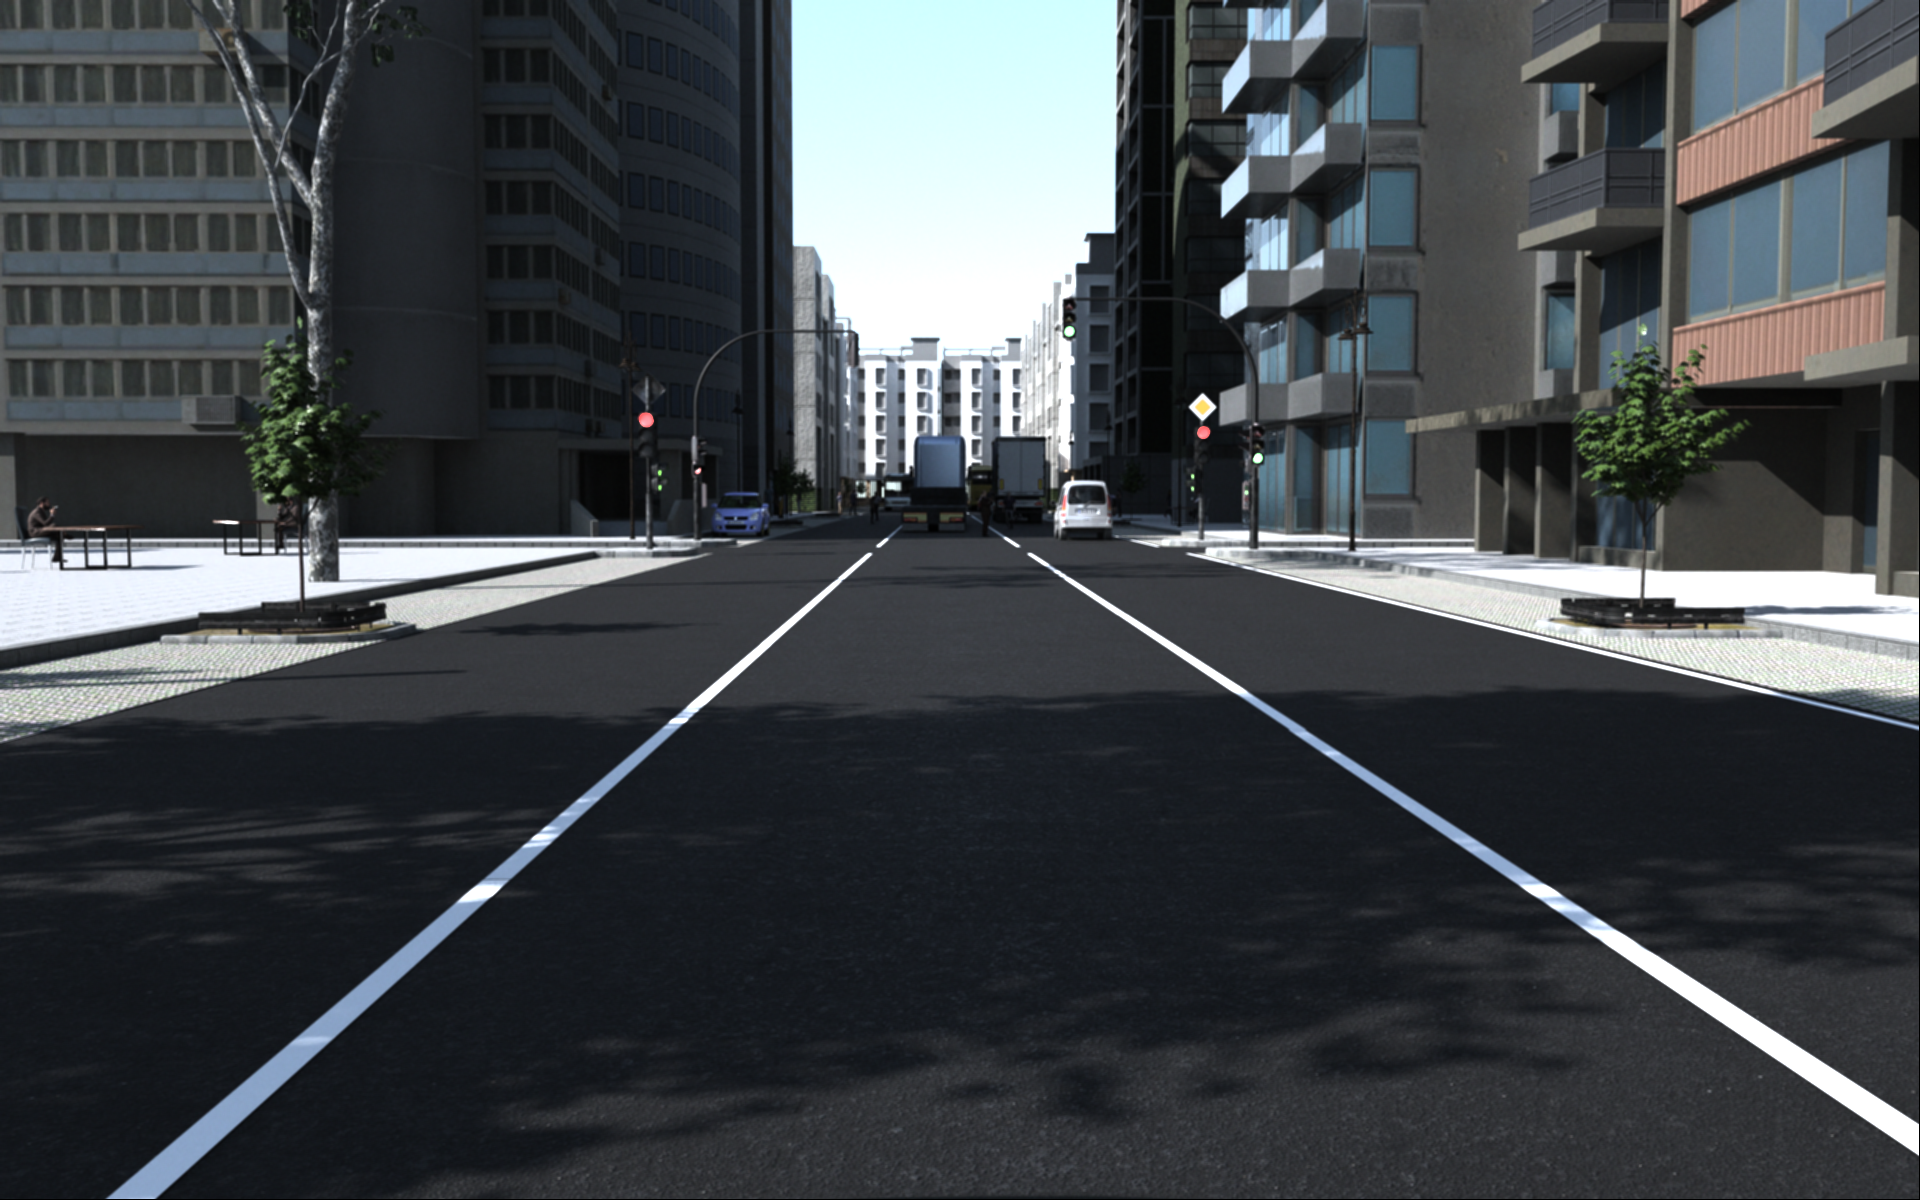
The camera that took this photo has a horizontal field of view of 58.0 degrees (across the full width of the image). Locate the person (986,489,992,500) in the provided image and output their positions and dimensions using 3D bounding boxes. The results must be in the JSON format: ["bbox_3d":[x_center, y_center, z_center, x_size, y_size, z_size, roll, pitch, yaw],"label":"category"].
[{"bbox_3d":[1.760,-5.890,105.257,0.683,1.767,0.568,-1,4,-11],"label":"person"}]

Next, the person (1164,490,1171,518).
[{"bbox_3d":[11.450,-5.266,94.691,0.613,1.512,0.480,-3,5,-44],"label":"person"}]

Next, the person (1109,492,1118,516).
[{"bbox_3d":[8.806,-5.569,100.335,0.697,1.427,0.421,1,4,23],"label":"person"}]

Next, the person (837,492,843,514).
[{"bbox_3d":[-8.496,-6.845,122.475,0.319,1.574,0.516,2,4,31],"label":"person"}]

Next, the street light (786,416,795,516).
[{"bbox_3d":[-10.055,-7.947,102.725,0.468,5.910,1.993,0,4,-1],"label":"street light"}]

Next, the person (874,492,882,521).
[{"bbox_3d":[-4.465,-5.039,93.100,0.614,1.554,0.590,2,4,30],"label":"person"}]

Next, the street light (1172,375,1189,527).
[{"bbox_3d":[8.599,-5.805,67.699,0.468,5.910,1.993,0,4,-1],"label":"street light"}]

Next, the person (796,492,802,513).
[{"bbox_3d":[-10.720,-6.647,114.851,0.434,1.807,0.598,1,4,23],"label":"person"}]

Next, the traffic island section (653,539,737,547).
[{"bbox_3d":[-7.311,-1.582,48.139,2.009,0.180,2.903,0,4,-1],"label":"traffic island section"}]

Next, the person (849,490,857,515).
[{"bbox_3d":[-7.108,-6.504,115.766,0.530,1.710,0.541,-3,5,-42],"label":"person"}]

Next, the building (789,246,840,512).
[{"bbox_3d":[-18.921,-16.676,139.109,16.747,18.905,31.486,0,4,-1],"label":"building"}]

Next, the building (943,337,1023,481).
[{"bbox_3d":[3.315,-21.955,215.379,11.380,20.091,16.016,0,4,-1],"label":"building"}]

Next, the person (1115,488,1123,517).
[{"bbox_3d":[8.778,-5.401,95.813,0.415,1.643,0.593,-1,4,-22],"label":"person"}]

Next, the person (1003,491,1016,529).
[{"bbox_3d":[2.076,-3.663,70.593,0.569,1.553,0.471,3,4,39],"label":"person"}]

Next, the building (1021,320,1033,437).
[{"bbox_3d":[15.583,-19.431,184.152,16.747,18.905,31.486,0,4,-1],"label":"building"}]

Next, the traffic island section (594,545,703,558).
[{"bbox_3d":[-7.211,-1.093,40.154,2.009,0.180,2.903,0,4,-1],"label":"traffic island section"}]

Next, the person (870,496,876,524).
[{"bbox_3d":[-4.209,-4.360,83.693,0.340,1.345,0.435,-3,4,-37],"label":"person"}]

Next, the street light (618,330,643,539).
[{"bbox_3d":[-9.282,-4.657,48.927,0.468,5.910,1.993,0,4,-1],"label":"street light"}]

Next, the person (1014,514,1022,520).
[{"bbox_3d":[3.168,-5.247,96.493,0.569,1.553,0.471,-3,5,-42],"label":"person"}]

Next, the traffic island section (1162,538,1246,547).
[{"bbox_3d":[6.750,-1.592,48.308,2.009,0.180,2.903,0,4,-1],"label":"traffic island section"}]

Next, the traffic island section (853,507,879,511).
[{"bbox_3d":[-8.238,-7.772,149.942,1.991,0.108,1.994,0,4,-1],"label":"traffic island section"}]

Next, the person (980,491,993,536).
[{"bbox_3d":[0.908,-2.937,58.782,0.388,1.546,0.482,2,4,28],"label":"person"}]

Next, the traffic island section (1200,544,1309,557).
[{"bbox_3d":[6.849,-1.104,40.323,2.009,0.180,2.903,0,4,-1],"label":"traffic island section"}]

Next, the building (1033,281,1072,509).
[{"bbox_3d":[15.973,-17.507,152.701,16.747,18.905,31.486,0,4,-1],"label":"building"}]

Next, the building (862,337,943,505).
[{"bbox_3d":[-8.134,-21.920,214.814,11.380,20.091,16.016,0,4,-1],"label":"building"}]

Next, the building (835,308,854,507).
[{"bbox_3d":[-19.175,-19.319,172.280,16.016,20.091,11.380,0,4,-1],"label":"building"}]

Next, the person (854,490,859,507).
[{"bbox_3d":[-10.735,-10.484,178.388,0.756,1.711,0.436,3,5,44],"label":"person"}]

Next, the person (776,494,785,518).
[{"bbox_3d":[-9.626,-5.069,92.831,0.340,1.345,0.435,3,5,43],"label":"person"}]

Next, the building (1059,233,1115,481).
[{"bbox_3d":[15.668,-16.808,131.232,16.016,20.091,11.380,0,4,-1],"label":"building"}]

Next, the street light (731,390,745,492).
[{"bbox_3d":[-9.694,-6.302,75.826,0.468,5.910,1.993,0,4,-1],"label":"street light"}]

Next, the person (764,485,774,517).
[{"bbox_3d":[-10.626,-5.511,96.282,0.598,1.807,0.434,-1,4,-13],"label":"person"}]

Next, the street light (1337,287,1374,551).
[{"bbox_3d":[8.828,-4.038,38.812,0.468,5.910,1.993,0,4,-1],"label":"street light"}]

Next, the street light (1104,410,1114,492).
[{"bbox_3d":[8.173,-7.499,95.393,0.468,5.910,1.993,0,4,-1],"label":"street light"}]

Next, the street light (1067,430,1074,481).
[{"bbox_3d":[7.857,-9.173,122.768,0.468,5.910,1.993,0,4,-1],"label":"street light"}]

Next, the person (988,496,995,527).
[{"bbox_3d":[1.276,-3.804,74.598,0.435,1.345,0.340,-1,4,-12],"label":"person"}]
